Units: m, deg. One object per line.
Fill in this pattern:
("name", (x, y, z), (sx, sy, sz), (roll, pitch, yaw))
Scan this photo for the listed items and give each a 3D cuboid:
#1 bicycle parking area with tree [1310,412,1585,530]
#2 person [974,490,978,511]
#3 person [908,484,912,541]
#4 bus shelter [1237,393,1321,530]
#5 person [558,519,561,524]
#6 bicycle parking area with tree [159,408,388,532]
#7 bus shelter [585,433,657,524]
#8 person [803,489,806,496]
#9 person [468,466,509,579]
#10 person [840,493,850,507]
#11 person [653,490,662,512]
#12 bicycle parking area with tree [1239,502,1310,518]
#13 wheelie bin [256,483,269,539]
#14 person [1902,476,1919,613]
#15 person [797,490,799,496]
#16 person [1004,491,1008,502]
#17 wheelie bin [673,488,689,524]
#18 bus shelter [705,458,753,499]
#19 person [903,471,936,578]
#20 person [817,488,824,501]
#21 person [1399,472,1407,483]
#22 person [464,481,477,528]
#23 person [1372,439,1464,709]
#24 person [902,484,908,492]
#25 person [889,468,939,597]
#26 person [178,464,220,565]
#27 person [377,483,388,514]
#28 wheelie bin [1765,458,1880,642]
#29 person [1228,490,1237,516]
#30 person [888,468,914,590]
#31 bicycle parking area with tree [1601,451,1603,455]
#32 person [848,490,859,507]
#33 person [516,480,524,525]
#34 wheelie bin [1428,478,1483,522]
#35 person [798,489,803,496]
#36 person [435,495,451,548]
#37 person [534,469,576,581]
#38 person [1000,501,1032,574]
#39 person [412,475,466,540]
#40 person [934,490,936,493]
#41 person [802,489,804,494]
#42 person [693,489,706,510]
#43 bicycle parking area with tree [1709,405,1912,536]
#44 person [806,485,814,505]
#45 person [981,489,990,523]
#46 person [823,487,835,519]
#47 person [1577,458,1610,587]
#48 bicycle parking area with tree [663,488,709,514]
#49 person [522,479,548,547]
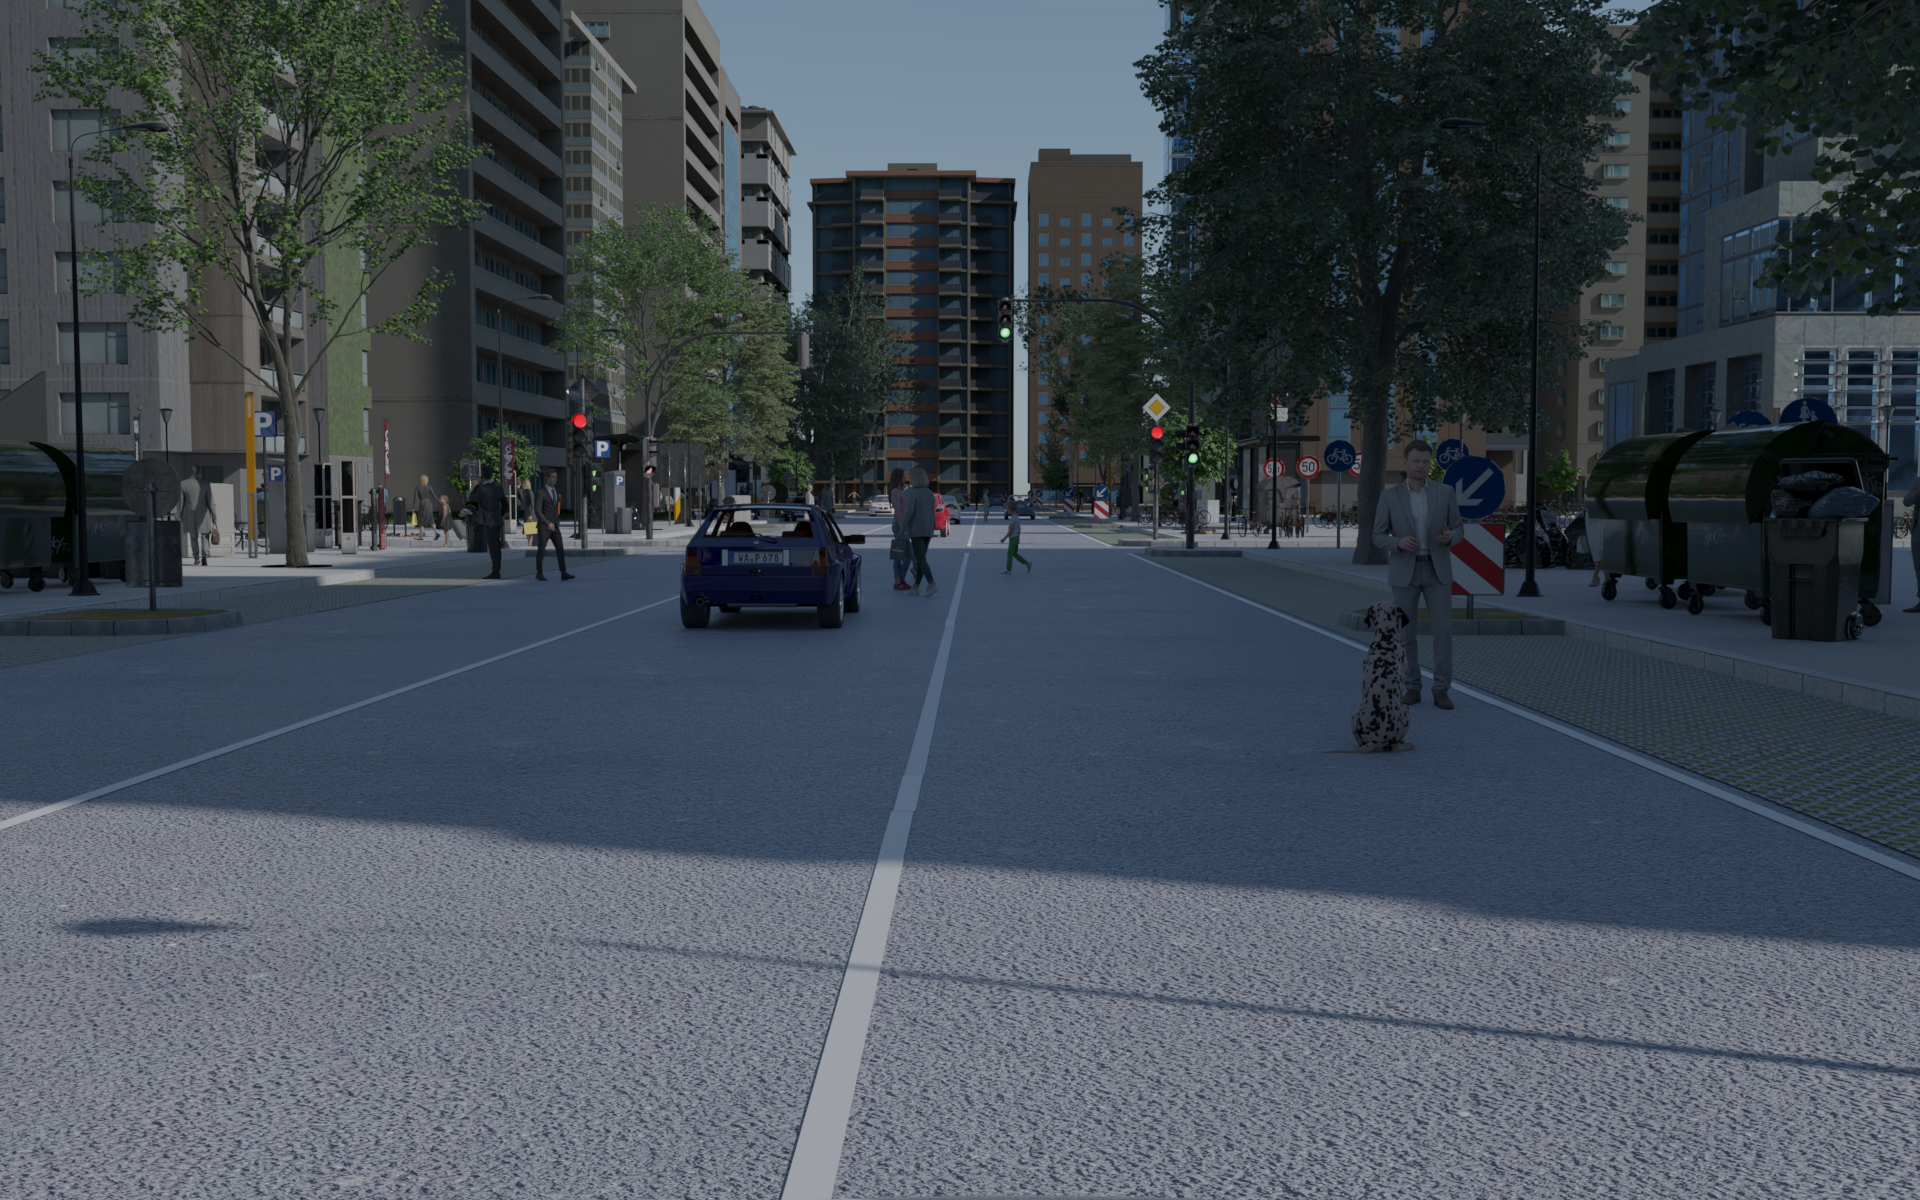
("bicycle parking area with tree", (17.348, -4.614, 62.445), (9.016, 4.147, 8.231), (1, 4, 11))
("person", (1.407, -8.663, 150.165), (0.705, 1.821, 1.348), (0, 4, 6))
("person", (-1.475, -2.611, 51.776), (0.593, 1.750, 0.643), (2, 4, 35))
("bus shelter", (11.884, -5.411, 66.106), (2.179, 5.291, 8.768), (0, 4, 1))
("person", (-16.704, -3.742, 71.467), (0.306, 1.304, 0.590), (3, 4, 37))
("bicycle parking area with tree", (-24.023, -4.332, 57.828), (8.231, 4.147, 9.016), (1, 4, 16))
("bus shelter", (-13.569, -4.791, 69.613), (1.731, 3.624, 6.357), (0, 4, 1))
("person", (-14.636, -9.528, 162.557), (1.217, 1.736, 0.721), (0, 4, 4))
("person", (-7.907, -1.295, 29.029), (0.474, 1.900, 0.648), (1, 4, 18))
("person", (-10.668, -9.252, 160.538), (0.991, 1.433, 0.599), (-1, 4, -10))
("person", (-14.845, -4.766, 84.445), (0.782, 1.767, 0.515), (1, 4, 20))
("bicycle parking area with tree", (19.437, -6.530, 93.769), (8.231, 4.147, 9.016), (0, 4, 4))
("wheelie bin", (-19.979, -2.563, 49.819), (0.693, 1.594, 0.980), (-3, 4, -38))
("person", (10.371, -0.755, 18.568), (0.466, 1.800, 0.511), (-2, 4, -35))
("person", (-15.002, -9.460, 161.516), (0.742, 1.727, 0.445), (-3, 5, -44))
("person", (5.216, -11.338, 194.592), (0.721, 1.743, 1.217), (-1, 4, -11))
("wheelie bin", (-11.961, -4.064, 74.354), (0.693, 1.594, 0.980), (-1, 4, -15))
("bus shelter", (-13.313, -6.487, 99.987), (2.014, 3.302, 5.546), (0, 4, 1))
("person", (-0.775, -1.303, 29.659), (0.638, 1.841, 0.748), (2, 4, 24))
("person", (-9.975, -7.345, 126.848), (1.217, 1.736, 0.721), (0, 4, 1))
("person", (10.328, -2.061, 40.015), (0.850, 1.792, 0.678), (1, 4, 13))
("person", (-17.021, -3.288, 60.392), (0.643, 1.750, 0.593), (0, 4, -2))
("person", (3.098, -0.181, 11.667), (0.606, 1.804, 0.583), (0, 4, 7))
("person", (-2.172, -3.616, 67.647), (0.581, 1.822, 0.654), (2, 4, 30))
("person", (-0.600, -0.952, 24.243), (0.728, 1.800, 0.709), (3, 5, 43))
("person", (-13.709, -1.534, 31.230), (0.694, 1.812, 0.767), (-1, 4, -13))
("person", (-28.702, -4.897, 85.974), (0.638, 1.841, 0.748), (-2, 4, -30))
("wheelie bin", (7.566, -0.450, 15.266), (0.693, 1.594, 0.980), (-3, 5, -42))
("person", (15.770, -5.727, 99.884), (0.583, 1.804, 0.606), (-1, 4, -21))
("person", (-0.875, -1.054, 25.742), (0.388, 1.821, 0.555), (-1, 4, -13))
("bicycle parking area with tree", (41.120, -7.044, 102.168), (8.231, 4.147, 9.016), (-2, 4, -30))
("person", (-10.636, -10.209, 173.675), (1.217, 1.736, 0.721), (-1, 4, -14))
("person", (-18.175, -3.995, 71.139), (0.659, 1.850, 0.755), (2, 4, 24))
("wheelie bin", (8.543, -1.314, 29.392), (0.980, 1.594, 0.693), (2, 4, 27))
("person", (-12.333, -7.734, 133.214), (0.721, 1.735, 1.217), (-1, 4, -22))
("person", (-12.346, -1.876, 41.380), (0.373, 1.253, 0.362), (-1, 4, -13))
("person", (-6.723, -1.244, 28.621), (0.755, 1.850, 0.659), (2, 4, 32))
("person", (1.004, -1.119, 31.041), (0.590, 1.304, 0.306), (0, 4, -6))
("person", (-14.438, -2.547, 47.912), (1.509, 1.804, 0.699), (1, 4, 8))
("person", (-2.389, -9.578, 165.086), (0.705, 1.826, 1.348), (0, 4, -2))
("person", (-13.342, -8.440, 144.559), (0.750, 1.759, 0.617), (3, 5, 42))
("person", (-21.190, -8.209, 140.991), (1.217, 1.736, 0.721), (1, 4, 9))
("bicycle parking area with tree", (27.983, -4.324, 57.695), (9.016, 4.147, 8.231), (-3, 5, -44))
("person", (-5.685, -3.435, 65.008), (0.624, 1.780, 0.694), (0, 4, -6))
("person", (1.284, -4.661, 85.707), (0.522, 1.701, 0.512), (-1, 4, -15))
("person", (-7.195, -5.255, 94.521), (0.694, 1.812, 0.767), (-2, 4, -33))
("person", (8.958, -1.085, 24.127), (0.624, 1.780, 0.694), (-1, 4, -17))
("bicycle parking area with tree", (-20.446, -7.703, 112.942), (8.231, 4.147, 9.016), (1, 4, 13))
("person", (-10.878, -2.170, 44.205), (0.699, 1.804, 1.509), (1, 4, 9))
